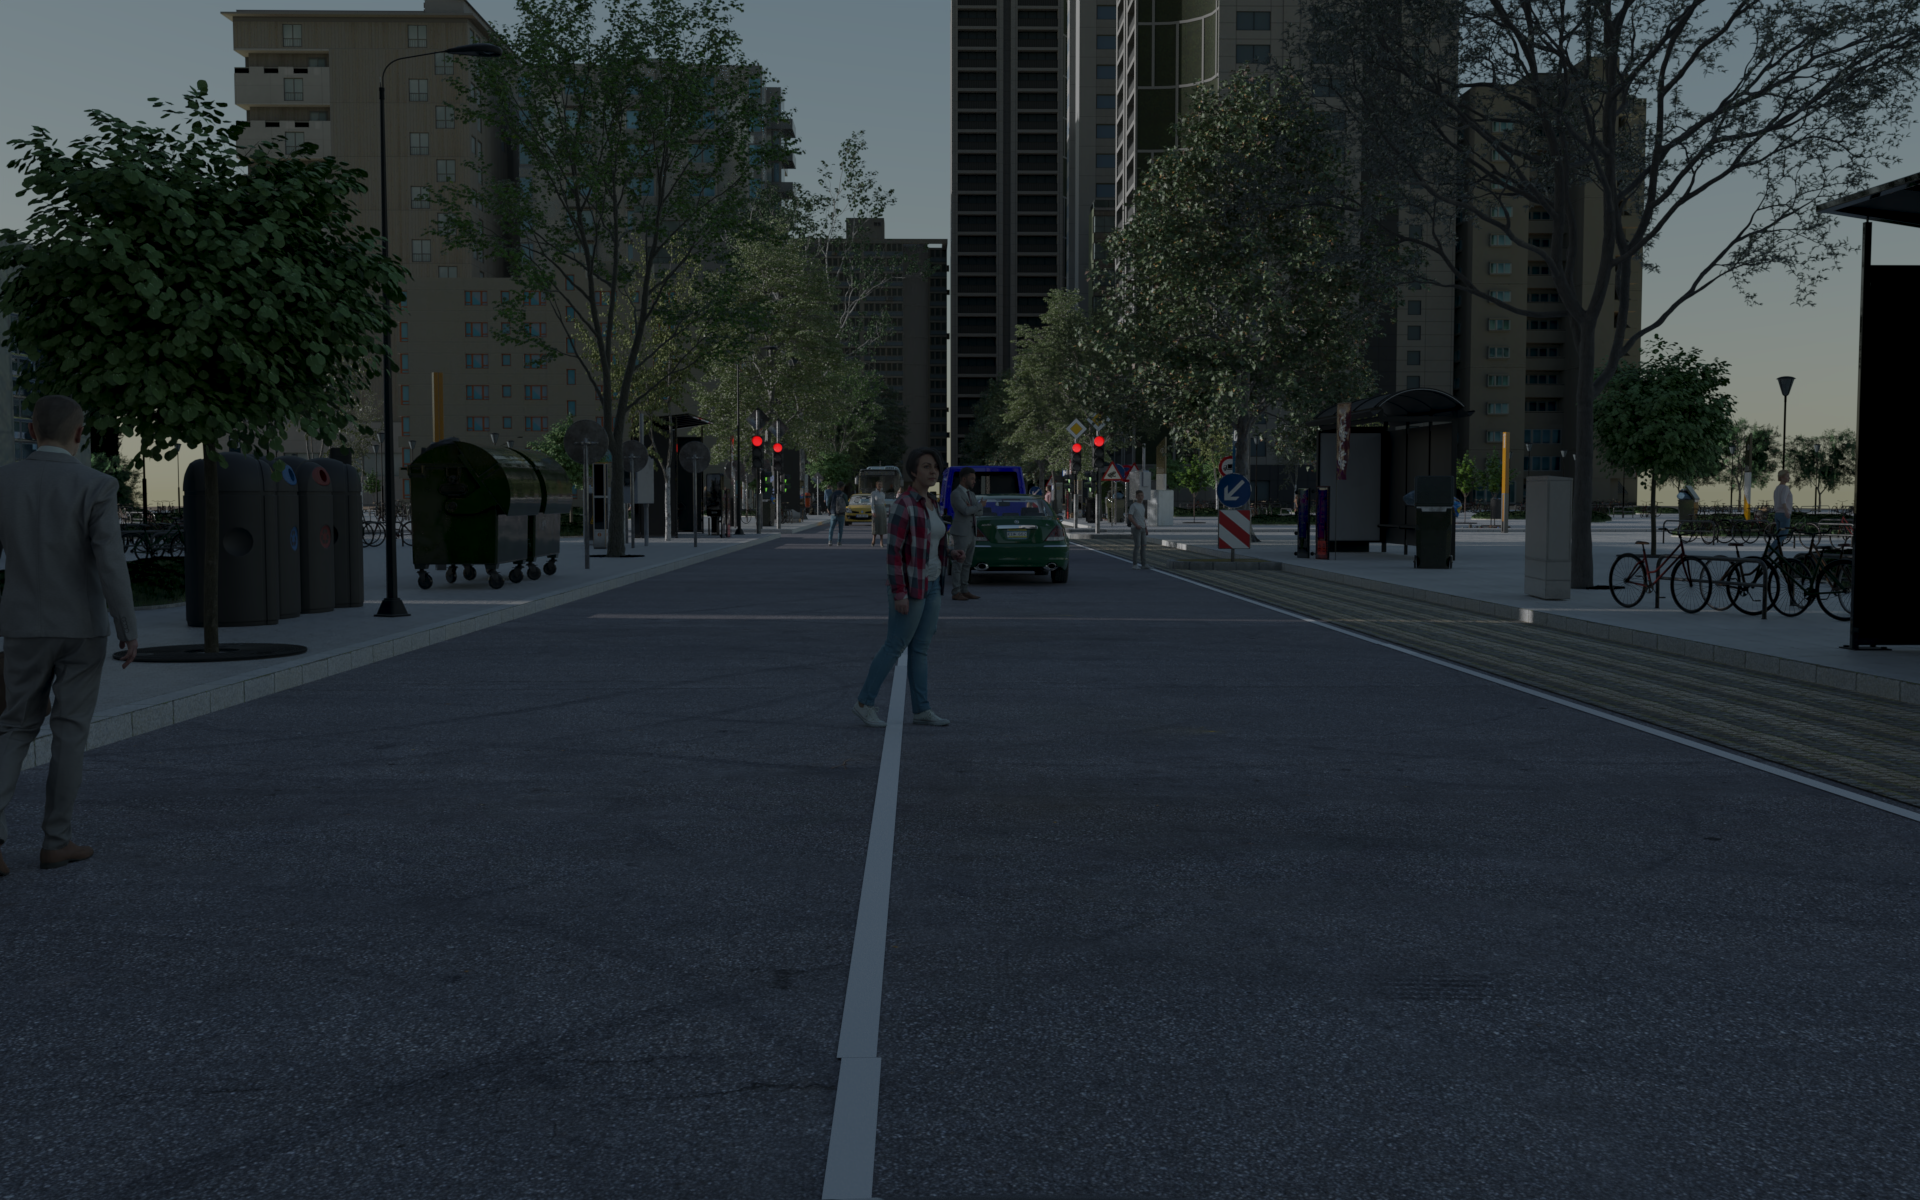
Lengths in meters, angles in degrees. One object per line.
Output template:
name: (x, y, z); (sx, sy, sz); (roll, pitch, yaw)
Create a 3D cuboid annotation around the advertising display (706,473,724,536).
advertising display: (-7.579, -2.961, 53.623); (0.123, 1.923, 0.974); (-3, 4, -36)

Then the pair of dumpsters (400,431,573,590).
pair of dumpsters: (-6.825, -1.390, 25.214); (1.574, 2.255, 4.437); (0, 4, -1)

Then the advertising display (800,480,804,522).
advertising display: (-7.653, -4.555, 79.688); (0.974, 1.923, 0.123); (-1, 4, -20)

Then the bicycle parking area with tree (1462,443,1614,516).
bicycle parking area with tree: (34.021, -6.635, 95.479); (9.016, 4.147, 8.231); (-3, 5, -39)

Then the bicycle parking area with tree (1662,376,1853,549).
bicycle parking area with tree: (22.536, -3.443, 43.294); (8.231, 4.147, 9.016); (0, 4, -6)

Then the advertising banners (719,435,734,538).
advertising banners: (-6.849, -3.355, 51.036); (0.090, 3.025, 2.074); (0, 4, 4)

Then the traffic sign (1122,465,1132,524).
traffic sign: (7.218, -4.590, 75.148); (0.768, 2.556, 0.104); (0, 4, 8)

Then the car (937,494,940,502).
car: (-2.793, -12.215, 209.935); (2.015, 1.641, 3.980); (0, 4, -2)

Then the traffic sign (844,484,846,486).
traffic sign: (-9.328, -8.308, 135.943); (0.768, 2.556, 0.104); (0, 4, 1)

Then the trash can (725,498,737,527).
trash can: (-8.995, -3.474, 68.459); (0.748, 1.137, 0.748); (0, 3, 0)

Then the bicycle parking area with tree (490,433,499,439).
bicycle parking area with tree: (-24.387, -5.767, 81.286); (8.231, 4.147, 9.016); (0, 4, 8)

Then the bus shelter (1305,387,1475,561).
bus shelter: (8.703, -2.553, 35.668); (2.014, 3.302, 5.546); (0, 4, -1)

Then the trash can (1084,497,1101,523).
trash can: (5.855, -3.966, 76.498); (0.748, 1.137, 0.748); (0, 3, 0)

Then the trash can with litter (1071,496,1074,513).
trash can with litter: (7.271, -6.183, 112.486); (0.624, 1.170, 1.055); (-2, 4, -26)

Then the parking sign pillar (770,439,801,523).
parking sign pillar: (-7.840, -5.452, 77.609); (1.447, 3.967, 1.447); (-2, 4, -32)

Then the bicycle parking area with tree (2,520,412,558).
bicycle parking area with tree: (-18.347, -3.342, 41.645); (9.016, 4.147, 8.231); (-3, 5, -42)

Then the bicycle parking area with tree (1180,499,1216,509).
bicycle parking area with tree: (20.359, -8.597, 127.565); (9.016, 4.147, 8.231); (3, 4, 38)

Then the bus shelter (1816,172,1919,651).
bus shelter: (7.892, -1.216, 11.164); (1.731, 3.624, 6.357); (0, 4, -1)

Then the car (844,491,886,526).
car: (-4.398, -4.237, 79.504); (2.015, 1.641, 3.980); (0, 4, 0)

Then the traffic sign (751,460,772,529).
traffic sign: (-7.259, -3.862, 63.257); (0.768, 2.556, 0.104); (0, 4, 6)

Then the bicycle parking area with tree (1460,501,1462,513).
bicycle parking area with tree: (38.260, -7.807, 114.641); (9.016, 4.147, 8.231); (-1, 4, -9)

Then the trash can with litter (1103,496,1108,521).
trash can with litter: (7.221, -4.427, 83.445); (1.678, 1.210, 2.233); (-1, 4, -22)

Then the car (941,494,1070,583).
car: (0.753, -1.066, 29.229); (2.131, 1.459, 4.920); (0, 4, -3)

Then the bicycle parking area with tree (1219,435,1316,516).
bicycle parking area with tree: (16.865, -5.911, 83.642); (8.231, 4.147, 9.016); (1, 4, 8)

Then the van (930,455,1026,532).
van: (0.453, -2.174, 39.934); (2.240, 2.365, 5.245); (0, 4, -2)

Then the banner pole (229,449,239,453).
banner pole: (-27.055, -4.590, 65.063); (0.863, 3.779, 0.401); (0, 4, 2)

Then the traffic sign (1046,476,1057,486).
traffic sign: (6.261, -7.204, 117.789); (0.884, 2.594, 0.081); (0, 4, 7)

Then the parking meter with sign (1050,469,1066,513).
parking meter with sign: (6.417, -7.267, 115.082); (1.738, 3.016, 0.543); (-3, 5, -40)

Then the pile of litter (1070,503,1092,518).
pile of litter: (6.405, -4.833, 92.987); (1.719, 0.858, 1.176); (0, 4, -4)

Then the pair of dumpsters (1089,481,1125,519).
pair of dumpsters: (7.562, -5.255, 88.412); (1.574, 2.255, 4.437); (0, 4, -1)

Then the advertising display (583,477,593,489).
advertising display: (-13.782, -3.610, 64.239); (0.123, 1.923, 0.974); (0, 4, 5)

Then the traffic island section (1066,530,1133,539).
traffic island section: (4.500, -2.081, 56.312); (2.009, 0.180, 2.903); (0, 4, -1)

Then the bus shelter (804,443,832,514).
bus shelter: (-9.799, -8.562, 117.619); (2.179, 5.291, 8.768); (0, 4, -1)

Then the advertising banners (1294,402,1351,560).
advertising banners: (7.096, -2.306, 33.890); (0.090, 3.025, 2.074); (-1, 4, -18)

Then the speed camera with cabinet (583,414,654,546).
speed camera with cabinet: (-8.482, -2.970, 42.897); (2.038, 3.252, 0.660); (3, 4, 38)

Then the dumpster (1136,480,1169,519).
dumpster: (8.105, -4.090, 72.630); (1.264, 1.857, 1.865); (0, 4, -1)

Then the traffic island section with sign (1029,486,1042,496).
traffic island section with sign: (3.768, -4.953, 89.617); (1.989, 1.847, 2.006); (0, 4, -1)

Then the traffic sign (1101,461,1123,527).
traffic sign: (5.998, -4.174, 68.255); (0.884, 2.594, 0.081); (0, 4, 3)

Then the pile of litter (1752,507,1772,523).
pile of litter: (26.036, -2.595, 56.394); (1.176, 0.858, 1.719); (-2, 4, -30)

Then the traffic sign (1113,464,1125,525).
traffic sign: (6.533, -4.439, 72.684); (0.768, 2.556, 0.104); (0, 4, 2)

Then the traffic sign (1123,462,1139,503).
traffic sign: (7.148, -4.348, 71.096); (0.884, 2.594, 0.081); (0, 4, 6)

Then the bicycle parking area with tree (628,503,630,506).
bicycle parking area with tree: (-22.496, -8.622, 127.970); (9.016, 4.147, 8.231); (0, 4, -4)

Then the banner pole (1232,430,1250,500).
banner pole: (9.198, -4.057, 56.344); (0.863, 3.779, 0.401); (3, 5, 41)

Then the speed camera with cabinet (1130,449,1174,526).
speed camera with cabinet: (7.586, -4.538, 68.535); (2.038, 3.252, 0.660); (-3, 5, -42)

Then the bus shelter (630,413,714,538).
bus shelter: (-8.779, -3.794, 53.310); (1.731, 3.624, 6.357); (0, 4, -1)

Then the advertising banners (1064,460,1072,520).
advertising banners: (5.478, -5.600, 87.753); (0.090, 3.025, 2.074); (0, 4, -4)

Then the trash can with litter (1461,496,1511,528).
trash can with litter: (19.864, -3.320, 65.345); (2.233, 1.210, 1.678); (0, 4, -7)

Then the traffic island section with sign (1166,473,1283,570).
traffic island section with sign: (5.023, -1.510, 33.311); (1.989, 1.847, 2.006); (0, 4, -1)
